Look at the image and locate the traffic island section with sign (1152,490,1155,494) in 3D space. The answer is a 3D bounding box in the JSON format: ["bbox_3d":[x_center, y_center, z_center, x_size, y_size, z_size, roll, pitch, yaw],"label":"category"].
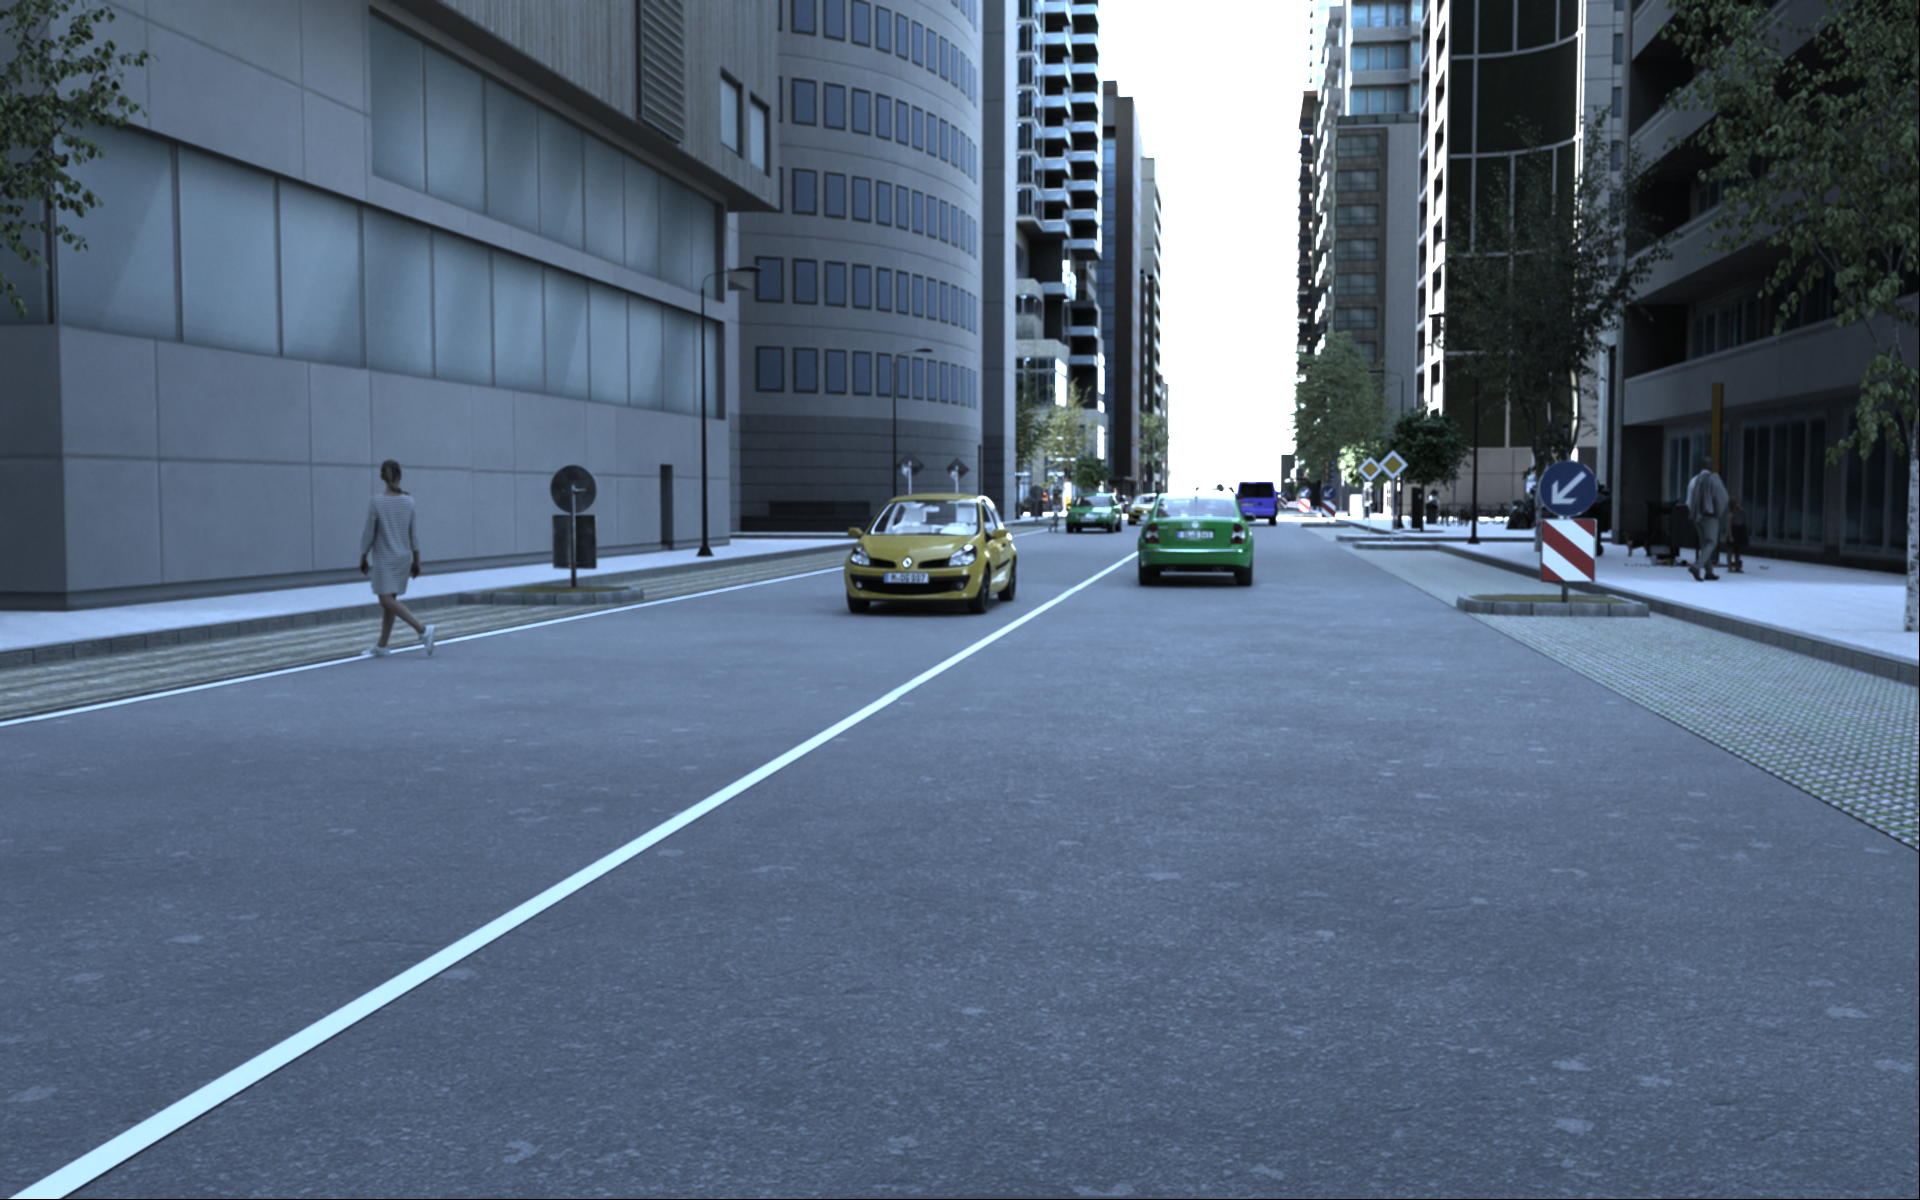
[{"bbox_3d":[20.061,-10.529,180.770,1.989,1.847,2.006,1,4,9],"label":"traffic island section with sign"}]

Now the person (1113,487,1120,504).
[{"bbox_3d":[9.443,-5.900,104.922,0.622,1.834,0.822,3,5,44],"label":"person"}]

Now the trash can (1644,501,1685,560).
[{"bbox_3d":[13.775,-1.361,33.906,0.748,1.137,0.748,0,3,0],"label":"trash can"}]

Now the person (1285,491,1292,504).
[{"bbox_3d":[41.733,-13.049,220.069,1.217,1.739,0.721,-3,4,-37],"label":"person"}]

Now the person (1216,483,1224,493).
[{"bbox_3d":[8.583,-2.955,56.993,0.728,1.800,0.709,1,4,14],"label":"person"}]

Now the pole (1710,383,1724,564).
[{"bbox_3d":[13.925,-2.328,31.910,0.158,3.312,0.155,0,3,0],"label":"pole"}]

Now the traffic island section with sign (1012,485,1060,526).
[{"bbox_3d":[3.448,-4.218,77.596,1.989,1.847,2.006,1,4,9],"label":"traffic island section with sign"}]

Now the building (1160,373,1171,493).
[{"bbox_3d":[17.607,-25.630,264.093,27.650,21.520,28.899,1,4,9],"label":"building"}]

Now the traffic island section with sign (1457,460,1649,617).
[{"bbox_3d":[7.139,-0.762,21.083,1.989,1.847,2.006,1,4,9],"label":"traffic island section with sign"}]

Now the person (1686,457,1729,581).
[{"bbox_3d":[11.059,-1.191,25.618,0.850,1.850,0.679,-2,4,-34],"label":"person"}]

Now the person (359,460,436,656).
[{"bbox_3d":[-4.933,-0.364,15.198,0.760,1.731,0.466,1,4,11],"label":"person"}]

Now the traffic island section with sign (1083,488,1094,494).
[{"bbox_3d":[7.789,-5.869,104.593,1.989,1.847,2.006,1,4,9],"label":"traffic island section with sign"}]

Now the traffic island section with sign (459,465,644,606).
[{"bbox_3d":[-5.331,-0.885,23.092,1.989,1.847,2.006,1,4,9],"label":"traffic island section with sign"}]

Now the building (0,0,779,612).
[{"bbox_3d":[-19.623,-27.136,32.910,27.495,52.752,28.713,1,4,9],"label":"building"}]

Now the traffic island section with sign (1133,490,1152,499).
[{"bbox_3d":[15.770,-8.901,154.157,1.989,1.847,2.006,1,4,9],"label":"traffic island section with sign"}]

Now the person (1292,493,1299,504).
[{"bbox_3d":[42.298,-12.957,218.447,0.990,1.755,0.434,3,5,40],"label":"person"}]

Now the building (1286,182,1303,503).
[{"bbox_3d":[56.911,-37.690,235.836,23.786,49.044,30.456,1,4,9],"label":"building"}]

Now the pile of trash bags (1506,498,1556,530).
[{"bbox_3d":[21.267,-3.302,63.745,1.912,1.369,3.447,2,4,28],"label":"pile of trash bags"}]

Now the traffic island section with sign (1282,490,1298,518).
[{"bbox_3d":[20.201,-5.727,102.264,1.989,1.847,2.006,1,4,9],"label":"traffic island section with sign"}]

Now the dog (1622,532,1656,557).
[{"bbox_3d":[13.922,-1.144,35.536,0.540,0.507,0.406,-2,4,-25],"label":"dog"}]

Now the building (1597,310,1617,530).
[{"bbox_3d":[38.205,-45.457,55.896,31.000,86.520,22.319,1,4,9],"label":"building"}]

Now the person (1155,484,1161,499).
[{"bbox_3d":[7.686,-3.439,64.940,1.509,1.804,0.699,-3,5,-41],"label":"person"}]

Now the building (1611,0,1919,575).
[{"bbox_3d":[25.608,-24.914,31.044,21.300,48.544,21.600,1,4,9],"label":"building"}]

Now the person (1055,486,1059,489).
[{"bbox_3d":[7.256,-7.572,129.204,0.474,1.900,0.648,1,4,23],"label":"person"}]

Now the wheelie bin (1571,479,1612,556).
[{"bbox_3d":[12.979,-1.720,36.025,0.693,1.594,0.980,-3,4,-38],"label":"wheelie bin"}]

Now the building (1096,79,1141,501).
[{"bbox_3d":[12.637,-33.154,192.171,14.600,45.320,14.200,1,4,9],"label":"building"}]

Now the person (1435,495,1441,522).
[{"bbox_3d":[21.714,-4.159,78.734,0.332,1.250,0.352,-1,4,-16],"label":"person"}]

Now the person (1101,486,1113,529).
[{"bbox_3d":[6.149,-3.784,70.764,0.834,1.777,0.661,3,4,36],"label":"person"}]

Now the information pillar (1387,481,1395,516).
[{"bbox_3d":[24.804,-5.826,99.744,0.304,2.012,0.304,-1,4,-18],"label":"information pillar"}]

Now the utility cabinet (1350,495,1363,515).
[{"bbox_3d":[24.091,-5.737,104.966,0.306,1.237,1.020,-3,5,-42],"label":"utility cabinet"}]

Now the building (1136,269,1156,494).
[{"bbox_3d":[17.455,-27.430,220.184,14.160,30.474,14.107,1,4,9],"label":"building"}]

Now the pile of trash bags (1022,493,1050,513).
[{"bbox_3d":[5.385,-6.707,119.416,1.912,1.369,3.447,1,4,21],"label":"pile of trash bags"}]

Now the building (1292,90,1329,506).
[{"bbox_3d":[47.069,-32.431,184.879,22.147,44.769,28.867,1,4,9],"label":"building"}]

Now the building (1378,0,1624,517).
[{"bbox_3d":[35.571,-40.378,98.440,20.563,71.187,20.611,1,4,9],"label":"building"}]

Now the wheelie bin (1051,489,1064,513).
[{"bbox_3d":[6.623,-6.704,117.522,0.980,1.594,0.693,1,4,9],"label":"wheelie bin"}]

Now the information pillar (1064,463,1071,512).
[{"bbox_3d":[7.563,-7.965,121.579,0.504,3.616,0.183,0,4,7],"label":"information pillar"}]

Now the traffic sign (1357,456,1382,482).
[{"bbox_3d":[12.615,-3.122,53.231,0.795,2.593,0.064,1,4,9],"label":"traffic sign"}]

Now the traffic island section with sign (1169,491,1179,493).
[{"bbox_3d":[33.010,-15.448,261.203,1.989,1.847,2.006,1,4,9],"label":"traffic island section with sign"}]

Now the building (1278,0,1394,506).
[{"bbox_3d":[60.895,-58.254,265.117,22.319,86.520,31.000,1,4,9],"label":"building"}]

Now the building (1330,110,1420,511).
[{"bbox_3d":[35.849,-22.180,134.344,14.160,30.474,14.107,1,4,9],"label":"building"}]

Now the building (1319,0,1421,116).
[{"bbox_3d":[43.673,-32.762,155.274,23.786,49.044,30.456,1,4,9],"label":"building"}]

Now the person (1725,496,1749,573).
[{"bbox_3d":[12.660,-1.068,28.177,0.362,1.253,0.373,-1,4,-10],"label":"person"}]

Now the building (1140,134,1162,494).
[{"bbox_3d":[16.472,-37.563,237.849,21.300,48.544,21.600,1,4,9],"label":"building"}]

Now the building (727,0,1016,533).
[{"bbox_3d":[-9.924,-32.238,69.098,21.231,58.520,28.212,1,4,9],"label":"building"}]

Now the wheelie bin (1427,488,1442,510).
[{"bbox_3d":[24.762,-5.048,90.438,0.693,1.594,0.980,1,4,20],"label":"wheelie bin"}]

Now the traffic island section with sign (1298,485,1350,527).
[{"bbox_3d":[15.827,-4.066,75.102,1.989,1.847,2.006,1,4,9],"label":"traffic island section with sign"}]

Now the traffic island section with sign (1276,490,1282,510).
[{"bbox_3d":[28.039,-8.706,150.963,1.989,1.847,2.006,1,4,9],"label":"traffic island section with sign"}]

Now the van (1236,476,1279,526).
[{"bbox_3d":[13.680,-4.640,80.255,2.240,2.365,5.245,1,4,9],"label":"van"}]

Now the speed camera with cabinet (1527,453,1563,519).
[{"bbox_3d":[28.133,-5.424,83.016,0.660,3.252,2.038,-2,4,-35],"label":"speed camera with cabinet"}]

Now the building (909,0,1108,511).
[{"bbox_3d":[1.848,-50.940,145.542,22.319,86.520,31.000,1,4,9],"label":"building"}]

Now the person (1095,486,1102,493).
[{"bbox_3d":[6.785,-4.746,86.202,0.694,1.812,0.767,3,4,38],"label":"person"}]

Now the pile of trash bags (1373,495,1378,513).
[{"bbox_3d":[29.418,-6.741,119.973,3.447,1.369,1.912,-2,4,-35],"label":"pile of trash bags"}]

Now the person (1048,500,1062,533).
[{"bbox_3d":[3.576,-3.128,64.663,0.505,1.210,0.382,-2,4,-35],"label":"person"}]

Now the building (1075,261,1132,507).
[{"bbox_3d":[0.966,-29.542,174.894,32.217,40.220,23.993,1,4,9],"label":"building"}]
